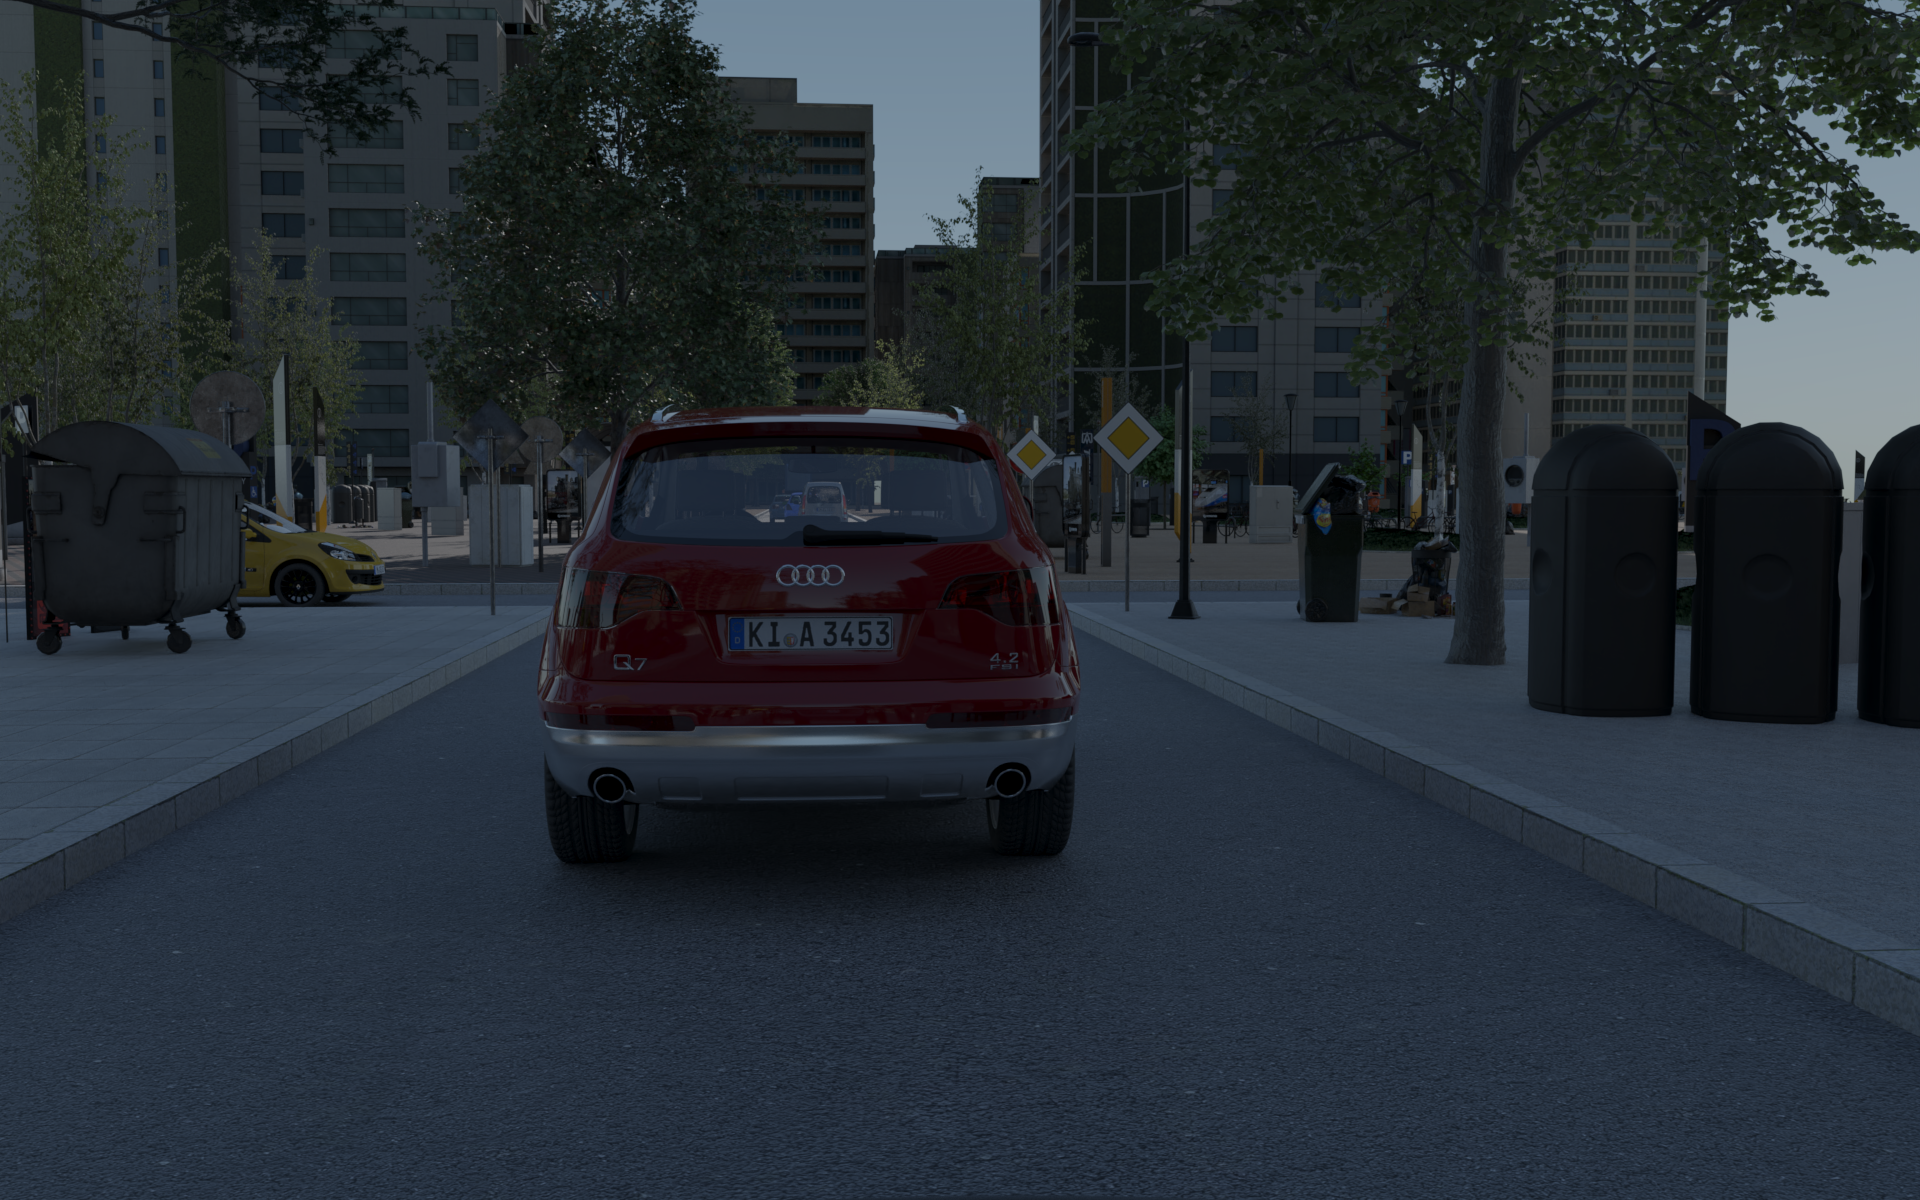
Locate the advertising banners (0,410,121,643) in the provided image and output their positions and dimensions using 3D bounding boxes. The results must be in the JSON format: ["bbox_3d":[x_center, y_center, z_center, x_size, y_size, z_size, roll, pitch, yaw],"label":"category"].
[{"bbox_3d":[-8.109,-1.173,15.370,0.090,3.025,2.074,1,4,14],"label":"advertising banners"}]

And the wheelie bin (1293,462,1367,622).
[{"bbox_3d":[3.763,-0.591,17.578,0.693,1.594,0.980,0,4,3],"label":"wheelie bin"}]

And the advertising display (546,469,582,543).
[{"bbox_3d":[-10.324,-2.442,45.141,0.974,1.923,0.123,1,4,18],"label":"advertising display"}]

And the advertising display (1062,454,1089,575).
[{"bbox_3d":[1.862,-1.392,27.971,0.123,1.923,0.974,-1,4,-16],"label":"advertising display"}]

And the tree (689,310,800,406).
[{"bbox_3d":[-13.564,-11.596,107.729,7.486,12.596,7.792,0,3,0],"label":"tree"}]

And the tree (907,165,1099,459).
[{"bbox_3d":[0.928,-5.475,39.877,4.737,8.622,4.395,0,3,0],"label":"tree"}]

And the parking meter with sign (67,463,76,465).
[{"bbox_3d":[-21.955,-2.865,43.109,0.543,3.016,1.738,1,4,20],"label":"parking meter with sign"}]

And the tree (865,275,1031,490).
[{"bbox_3d":[-0.354,-6.627,58.713,4.360,8.622,3.978,0,3,0],"label":"tree"}]

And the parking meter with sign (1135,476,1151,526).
[{"bbox_3d":[7.367,-4.489,69.655,0.543,3.016,1.738,-1,4,-13],"label":"parking meter with sign"}]

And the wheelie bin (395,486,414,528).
[{"bbox_3d":[-20.968,-3.498,65.093,0.980,1.594,0.693,2,4,30],"label":"wheelie bin"}]

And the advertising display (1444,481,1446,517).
[{"bbox_3d":[23.756,-4.906,85.421,0.123,1.923,0.974,2,4,32],"label":"advertising display"}]

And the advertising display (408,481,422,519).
[{"bbox_3d":[-27.671,-5.084,88.333,0.123,1.923,0.974,3,5,41],"label":"advertising display"}]

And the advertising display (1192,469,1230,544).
[{"bbox_3d":[6.486,-2.427,44.889,0.974,1.923,0.123,1,4,18],"label":"advertising display"}]

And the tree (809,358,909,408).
[{"bbox_3d":[-6.263,-11.257,118.465,8.767,10.594,7.601,-2,4,-28],"label":"tree"}]

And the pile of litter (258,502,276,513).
[{"bbox_3d":[-36.722,-4.743,91.507,1.176,0.858,1.719,2,4,34],"label":"pile of litter"}]

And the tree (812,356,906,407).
[{"bbox_3d":[-7.532,-12.495,130.050,9.928,11.665,9.643,0,3,0],"label":"tree"}]

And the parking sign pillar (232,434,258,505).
[{"bbox_3d":[-21.748,-3.876,51.850,1.447,3.967,1.447,1,4,10],"label":"parking sign pillar"}]

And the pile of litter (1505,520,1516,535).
[{"bbox_3d":[16.762,-2.493,54.719,1.719,0.858,1.176,0,4,0],"label":"pile of litter"}]

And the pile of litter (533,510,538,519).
[{"bbox_3d":[-21.940,-4.496,87.475,1.719,0.858,1.176,-2,4,-24],"label":"pile of litter"}]

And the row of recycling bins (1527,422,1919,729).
[{"bbox_3d":[5.124,-0.171,9.908,3.534,1.692,1.069,1,4,15],"label":"row of recycling bins"}]

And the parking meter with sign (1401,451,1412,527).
[{"bbox_3d":[17.954,-4.446,68.947,0.543,3.016,1.738,0,4,5],"label":"parking meter with sign"}]

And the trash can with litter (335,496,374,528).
[{"bbox_3d":[-23.031,-3.331,65.521,1.678,1.210,2.233,1,4,11],"label":"trash can with litter"}]

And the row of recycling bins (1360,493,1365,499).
[{"bbox_3d":[22.010,-5.496,96.980,1.069,1.692,3.534,0,4,-1],"label":"row of recycling bins"}]

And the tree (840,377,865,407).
[{"bbox_3d":[-3.232,-7.885,79.282,4.360,8.622,3.978,0,3,0],"label":"tree"}]

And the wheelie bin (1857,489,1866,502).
[{"bbox_3d":[33.156,-3.378,63.142,0.693,1.594,0.980,0,4,7],"label":"wheelie bin"}]

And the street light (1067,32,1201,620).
[{"bbox_3d":[1.777,-2.759,17.656,1.470,5.913,1.316,0,4,-5],"label":"street light"}]

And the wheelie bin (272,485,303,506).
[{"bbox_3d":[-22.995,-3.143,59.301,0.980,1.594,0.693,-2,4,-31],"label":"wheelie bin"}]

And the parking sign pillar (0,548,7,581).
[{"bbox_3d":[-14.814,-2.253,25.308,1.447,3.967,1.447,-1,4,-20],"label":"parking sign pillar"}]

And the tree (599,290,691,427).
[{"bbox_3d":[-10.377,-6.503,56.685,4.360,8.622,3.978,0,3,0],"label":"tree"}]

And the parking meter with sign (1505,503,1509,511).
[{"bbox_3d":[32.136,-6.344,99.987,1.738,3.016,0.543,-1,4,-19],"label":"parking meter with sign"}]

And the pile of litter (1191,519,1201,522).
[{"bbox_3d":[10.425,-3.971,78.895,1.176,0.858,1.719,0,4,8],"label":"pile of litter"}]

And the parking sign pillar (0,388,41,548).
[{"bbox_3d":[-24.025,-3.388,43.869,1.447,3.967,1.447,-1,4,-20],"label":"parking sign pillar"}]

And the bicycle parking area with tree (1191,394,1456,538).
[{"bbox_3d":[11.519,-3.922,51.120,8.231,4.147,9.016,-2,4,-26],"label":"bicycle parking area with tree"}]

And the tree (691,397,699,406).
[{"bbox_3d":[-11.861,-8.508,73.515,7.601,10.594,8.767,-1,4,-9],"label":"tree"}]

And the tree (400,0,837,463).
[{"bbox_3d":[-7.565,-7.417,38.283,9.611,12.733,9.660,0,3,0],"label":"tree"}]

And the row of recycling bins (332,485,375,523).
[{"bbox_3d":[-27.073,-4.301,77.427,1.069,1.692,3.534,0,4,1],"label":"row of recycling bins"}]

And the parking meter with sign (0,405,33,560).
[{"bbox_3d":[-18.948,-2.281,33.552,0.543,3.016,1.738,3,4,37],"label":"parking meter with sign"}]

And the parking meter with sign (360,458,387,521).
[{"bbox_3d":[-27.852,-5.314,83.149,1.738,3.016,0.543,-1,4,-16],"label":"parking meter with sign"}]

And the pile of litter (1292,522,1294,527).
[{"bbox_3d":[10.759,-2.727,58.550,1.176,0.858,1.719,3,4,38],"label":"pile of litter"}]

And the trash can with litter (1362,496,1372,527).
[{"bbox_3d":[13.824,-3.086,61.507,2.233,1.210,1.678,1,4,20],"label":"trash can with litter"}]

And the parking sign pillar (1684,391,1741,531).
[{"bbox_3d":[19.552,-3.454,44.952,1.447,3.967,1.447,1,4,18],"label":"parking sign pillar"}]

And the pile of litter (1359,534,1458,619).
[{"bbox_3d":[4.844,-0.280,18.548,1.176,0.858,1.719,0,4,1],"label":"pile of litter"}]

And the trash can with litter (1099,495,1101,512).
[{"bbox_3d":[7.145,-4.773,89.103,1.678,1.210,2.233,0,4,-1],"label":"trash can with litter"}]

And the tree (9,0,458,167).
[{"bbox_3d":[-6.123,-4.545,8.731,7.601,10.594,8.767,0,4,4],"label":"tree"}]

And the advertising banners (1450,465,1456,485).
[{"bbox_3d":[28.903,-6.555,103.359,2.074,3.025,0.090,-2,4,-34],"label":"advertising banners"}]

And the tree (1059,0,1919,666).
[{"bbox_3d":[4.330,-5.800,12.954,7.486,12.596,7.792,0,3,0],"label":"tree"}]
